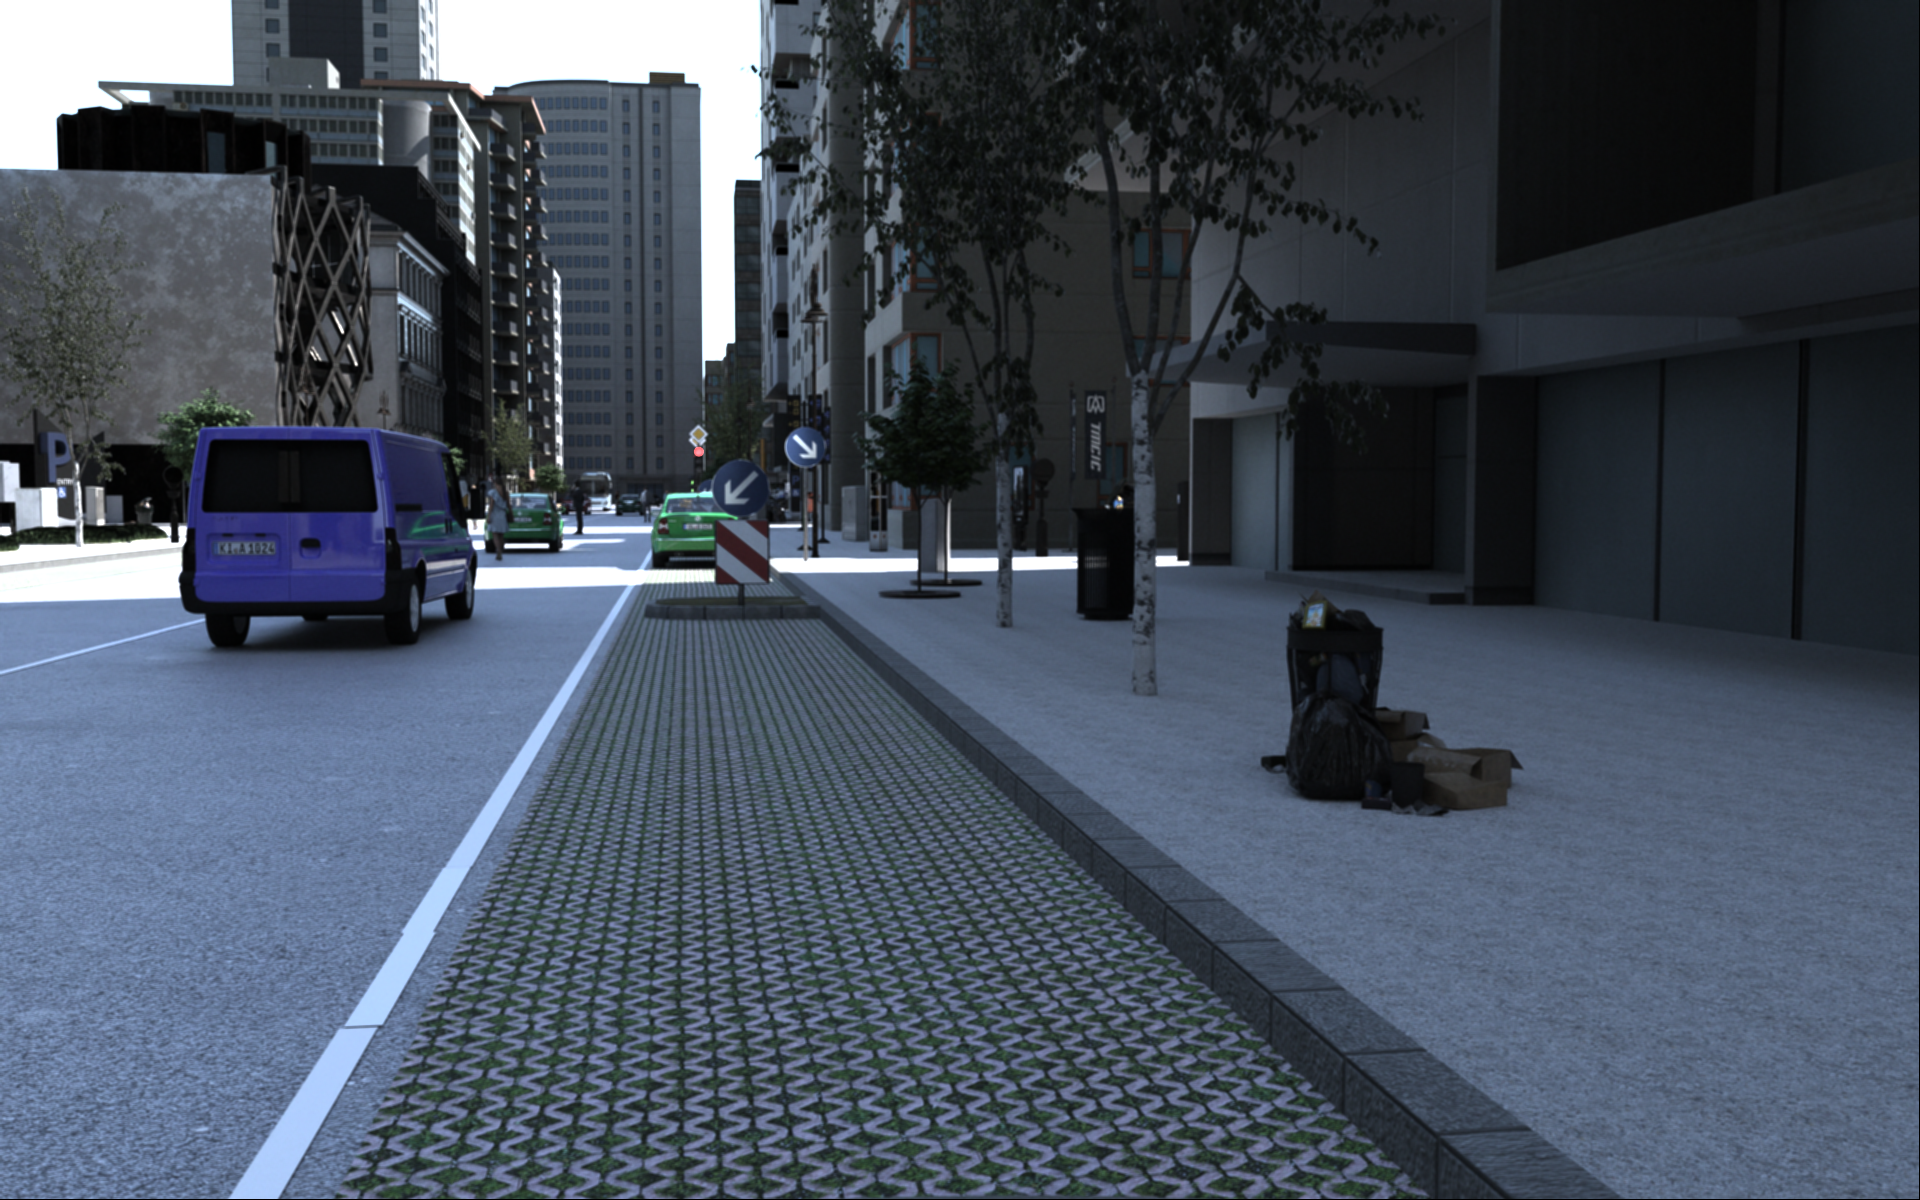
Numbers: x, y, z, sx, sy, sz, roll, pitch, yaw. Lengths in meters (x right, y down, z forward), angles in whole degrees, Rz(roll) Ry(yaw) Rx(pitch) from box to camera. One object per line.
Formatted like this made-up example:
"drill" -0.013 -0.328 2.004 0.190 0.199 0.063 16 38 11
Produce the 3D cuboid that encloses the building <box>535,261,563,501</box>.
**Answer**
"building" -56.649 -27.080 214.453 14.107 30.474 14.160 -1 4 -9

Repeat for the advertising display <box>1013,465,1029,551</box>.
"advertising display" 1.370 -2.077 39.176 0.123 1.923 0.974 -1 4 -12

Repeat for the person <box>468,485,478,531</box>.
"person" -19.057 -3.621 68.060 0.694 1.780 0.624 2 4 29

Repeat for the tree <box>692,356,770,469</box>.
"tree" -11.963 -8.644 91.699 4.737 8.622 4.395 0 3 0

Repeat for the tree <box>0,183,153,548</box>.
"tree" -21.117 -5.541 40.965 4.360 8.622 3.978 0 3 0

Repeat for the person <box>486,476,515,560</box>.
"person" -9.918 -1.763 37.411 0.616 1.811 0.778 -2 4 -25

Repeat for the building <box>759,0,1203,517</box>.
"building" -0.489 -32.828 125.973 28.713 52.752 27.495 -1 4 -9

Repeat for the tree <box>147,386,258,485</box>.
"tree" -22.758 -4.207 52.493 4.285 4.588 4.351 0 3 0

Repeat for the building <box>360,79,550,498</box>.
"building" -56.089 -32.489 185.811 22.147 44.769 28.867 -1 4 -9

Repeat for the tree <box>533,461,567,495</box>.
"tree" -40.425 -11.451 170.943 4.285 4.588 4.351 0 3 0

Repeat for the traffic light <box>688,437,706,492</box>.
"traffic light" -11.772 -5.427 77.649 0.839 4.253 0.868 -1 4 -9

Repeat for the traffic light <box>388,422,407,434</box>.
"traffic light" -22.047 -4.833 67.938 0.839 4.253 0.868 -1 4 -9

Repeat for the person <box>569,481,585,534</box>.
"person" -13.615 -3.282 61.515 0.474 1.900 0.648 0 4 0

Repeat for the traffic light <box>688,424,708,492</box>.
"traffic light" -10.530 -4.944 69.760 0.839 4.253 0.868 -1 4 -9

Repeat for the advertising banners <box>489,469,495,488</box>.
"advertising banners" -31.925 -7.545 119.548 0.090 3.025 2.074 0 4 2

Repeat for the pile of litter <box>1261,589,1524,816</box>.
"pile of litter" 1.912 0.380 7.749 1.176 0.858 1.719 1 4 18

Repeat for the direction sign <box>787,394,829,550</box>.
"direction sign" -3.541 -2.907 39.531 0.876 3.537 0.379 1 4 20

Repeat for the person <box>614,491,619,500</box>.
"person" -36.711 -10.754 185.144 0.721 1.723 1.217 -2 4 -33

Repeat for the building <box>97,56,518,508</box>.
"building" -57.785 -28.557 158.782 32.217 40.220 23.993 -1 4 -9

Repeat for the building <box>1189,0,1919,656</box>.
"building" 16.963 -26.300 19.237 28.713 52.752 27.495 -1 4 -9

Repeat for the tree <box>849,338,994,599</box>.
"tree" -0.560 -1.661 21.765 1.663 3.219 1.824 0 3 0

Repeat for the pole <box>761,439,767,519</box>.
"pole" -7.252 -4.291 63.998 0.158 3.312 0.155 0 3 0

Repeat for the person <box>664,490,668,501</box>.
"person" -24.987 -8.443 146.889 0.444 1.785 0.601 1 4 19

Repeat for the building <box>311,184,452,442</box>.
"building" -38.226 -14.868 107.714 10.561 19.102 19.286 -1 4 -9

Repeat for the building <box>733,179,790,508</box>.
"building" -14.118 -23.886 162.235 14.160 30.474 14.107 -1 4 -9

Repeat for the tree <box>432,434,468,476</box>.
"tree" -28.283 -6.711 93.444 4.285 4.588 4.351 0 3 0

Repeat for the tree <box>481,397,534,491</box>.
"tree" -34.262 -11.083 131.565 4.737 8.622 4.395 0 3 0

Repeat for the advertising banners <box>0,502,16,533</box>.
"advertising banners" -31.370 -3.666 56.124 2.074 3.025 0.090 -1 4 -15

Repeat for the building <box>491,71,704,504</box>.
"building" -50.452 -42.914 243.635 28.212 58.520 21.231 -1 4 -9

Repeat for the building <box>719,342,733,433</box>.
"building" -15.119 -22.557 213.840 27.650 21.520 28.899 -1 4 -9

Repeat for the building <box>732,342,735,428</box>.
"building" -9.629 -20.789 184.939 27.650 21.520 28.899 -1 4 -9

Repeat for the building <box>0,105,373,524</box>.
"building" -37.535 -13.226 83.704 16.820 18.784 16.811 -1 4 -9

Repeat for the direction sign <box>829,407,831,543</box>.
"direction sign" -3.588 -3.257 45.254 0.379 3.537 0.876 -2 4 -31

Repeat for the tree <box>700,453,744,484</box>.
"tree" -16.702 -8.642 125.015 4.285 4.588 4.351 0 3 0

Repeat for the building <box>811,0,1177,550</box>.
"building" 10.093 -12.884 55.685 27.650 21.520 28.899 -1 4 -9

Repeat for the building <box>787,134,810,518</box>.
"building" 5.667 -15.395 96.741 28.899 21.520 27.650 -1 4 -9

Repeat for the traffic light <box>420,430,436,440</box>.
"traffic light" -23.289 -5.315 75.826 0.839 4.253 0.868 -1 4 -9

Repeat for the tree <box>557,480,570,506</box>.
"tree" -44.160 -12.056 191.712 1.663 3.219 1.824 0 3 0

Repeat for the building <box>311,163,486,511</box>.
"building" -41.603 -18.050 124.796 12.332 23.373 15.834 -1 4 -9

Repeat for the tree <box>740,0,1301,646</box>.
"tree" 0.212 -4.037 16.365 4.360 8.622 3.978 0 3 0

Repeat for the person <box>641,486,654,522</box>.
"person" -15.881 -4.858 88.033 0.679 1.850 0.850 -1 4 -18

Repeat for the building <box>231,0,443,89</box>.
"building" -73.271 -47.029 207.170 20.611 71.187 20.563 -1 4 -9

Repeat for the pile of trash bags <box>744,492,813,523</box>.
"pile of trash bags" -8.242 -4.178 78.064 3.447 1.369 1.912 0 4 -4

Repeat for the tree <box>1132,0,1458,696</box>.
"tree" 1.291 -3.685 10.615 4.360 8.622 3.978 0 3 0

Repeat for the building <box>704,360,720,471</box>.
"building" -22.529 -24.897 252.101 28.899 21.520 27.650 -1 4 -9

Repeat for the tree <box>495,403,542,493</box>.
"tree" -35.876 -11.595 139.947 4.360 8.622 3.978 0 3 0

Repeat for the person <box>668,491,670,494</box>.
"person" -35.536 -12.452 212.537 0.568 1.767 0.683 2 4 23

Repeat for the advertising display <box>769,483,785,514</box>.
"advertising display" -10.607 -5.818 100.336 0.974 1.923 0.123 0 4 3
